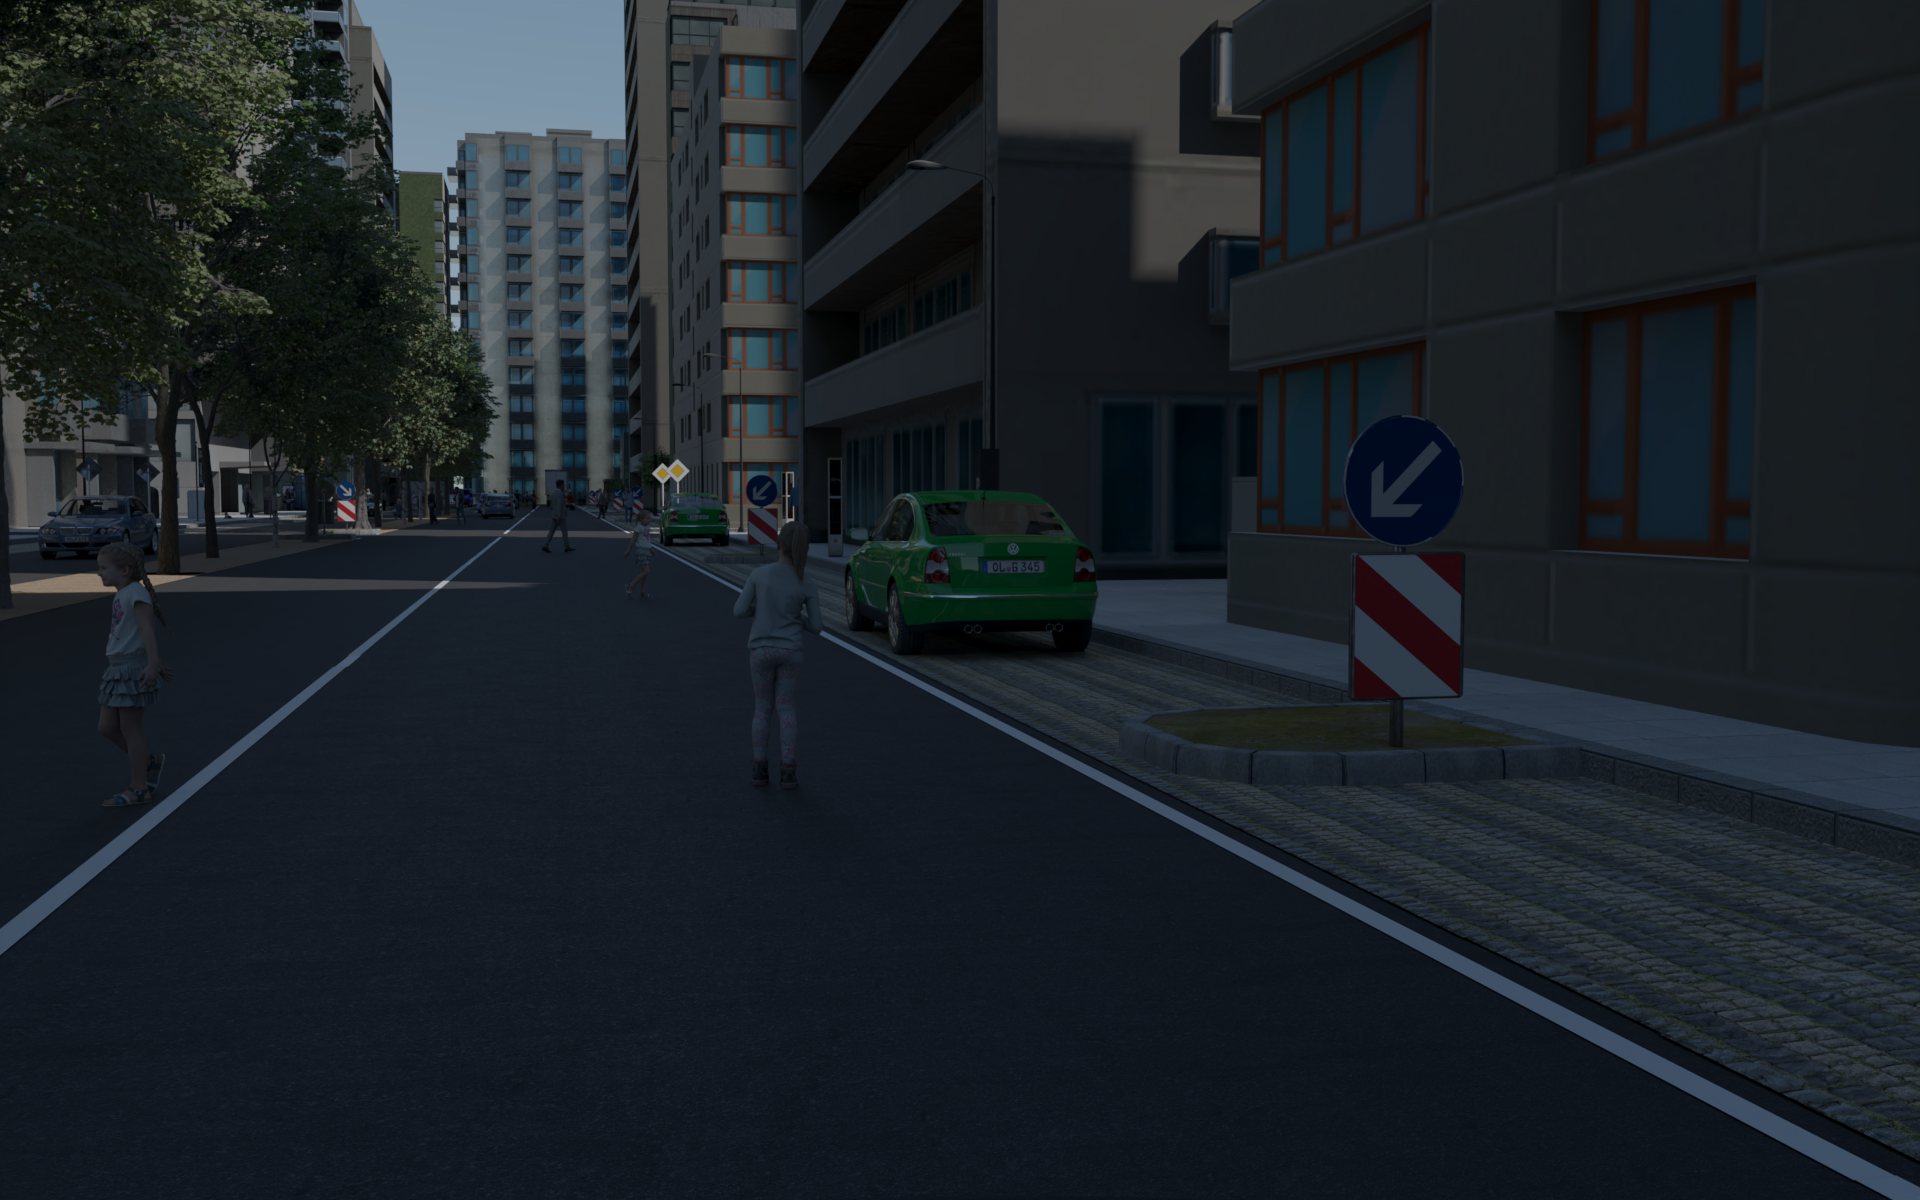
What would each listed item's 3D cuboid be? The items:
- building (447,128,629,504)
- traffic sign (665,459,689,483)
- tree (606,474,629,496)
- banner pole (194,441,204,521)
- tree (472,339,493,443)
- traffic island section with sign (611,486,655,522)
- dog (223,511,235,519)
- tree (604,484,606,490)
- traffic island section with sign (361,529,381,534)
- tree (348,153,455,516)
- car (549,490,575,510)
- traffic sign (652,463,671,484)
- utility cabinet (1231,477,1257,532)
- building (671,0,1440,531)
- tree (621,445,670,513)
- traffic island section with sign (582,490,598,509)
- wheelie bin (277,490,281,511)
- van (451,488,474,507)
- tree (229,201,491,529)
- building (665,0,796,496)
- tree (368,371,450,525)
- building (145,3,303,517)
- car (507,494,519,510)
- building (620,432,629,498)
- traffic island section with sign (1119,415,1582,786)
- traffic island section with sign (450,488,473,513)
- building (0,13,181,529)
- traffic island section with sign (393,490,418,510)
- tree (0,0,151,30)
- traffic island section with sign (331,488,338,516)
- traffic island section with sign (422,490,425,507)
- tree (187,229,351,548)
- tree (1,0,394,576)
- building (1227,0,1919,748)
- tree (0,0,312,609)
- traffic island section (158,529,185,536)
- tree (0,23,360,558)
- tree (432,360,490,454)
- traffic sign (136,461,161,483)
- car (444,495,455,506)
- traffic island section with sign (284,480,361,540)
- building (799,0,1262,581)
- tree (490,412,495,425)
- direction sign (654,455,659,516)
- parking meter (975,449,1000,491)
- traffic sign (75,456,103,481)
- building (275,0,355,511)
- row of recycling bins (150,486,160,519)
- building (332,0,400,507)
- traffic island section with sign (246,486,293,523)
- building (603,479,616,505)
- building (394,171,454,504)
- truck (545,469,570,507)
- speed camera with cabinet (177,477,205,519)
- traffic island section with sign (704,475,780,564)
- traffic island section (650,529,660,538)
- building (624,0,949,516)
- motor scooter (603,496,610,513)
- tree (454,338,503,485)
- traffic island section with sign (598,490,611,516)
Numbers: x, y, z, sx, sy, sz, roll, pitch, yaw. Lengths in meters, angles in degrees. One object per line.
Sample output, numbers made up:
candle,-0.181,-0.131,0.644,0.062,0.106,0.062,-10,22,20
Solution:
building,-51.694,-37.339,230.097,30.456,49.044,23.786,-1,4,-13
traffic sign,-9.304,-3.366,57.226,0.795,2.593,0.064,-1,4,-13
tree,-32.706,-10.497,166.222,1.663,3.219,1.824,0,3,0
banner pole,-36.071,-5.635,82.142,0.401,3.779,0.863,0,4,7
tree,-31.158,-10.581,101.213,9.928,11.665,9.643,0,3,0
traffic island section with sign,-16.781,-4.928,89.202,1.989,1.847,2.006,-1,4,-13
dog,-37.774,-4.392,89.538,0.748,0.427,0.550,-3,4,-38
tree,-36.984,-11.567,183.722,1.663,3.219,1.824,0,3,0
traffic island section with sign,-21.962,-3.307,62.202,2.006,1.907,1.989,-1,4,-13
tree,-19.444,-8.002,51.422,7.486,12.596,7.792,0,3,0
car,-35.567,-8.954,155.064,2.281,1.827,5.304,-1,4,-15
traffic sign,-11.129,-3.842,65.000,0.795,2.593,0.064,-1,4,-13
utility cabinet,4.124,-0.840,22.407,1.173,1.500,0.318,1,4,19
building,2.101,-14.427,80.914,28.899,21.520,27.650,-1,4,-13
tree,-20.046,-8.055,115.416,4.285,4.588,4.351,0,3,0
traffic island section with sign,-40.575,-11.131,190.618,1.989,1.847,2.006,-1,4,-13
wheelie bin,-50.672,-7.353,128.126,0.980,1.594,0.693,1,4,18
van,-53.765,-11.183,187.227,2.240,2.365,5.245,-1,4,-11
tree,-23.013,-8.973,66.174,9.611,12.733,9.660,0,3,0
building,-10.682,-20.360,104.593,14.160,30.474,14.107,-1,4,-13
tree,-26.076,-7.840,81.010,4.360,8.622,3.978,0,3,0
building,-56.512,-31.610,106.067,28.713,52.752,27.495,-1,4,-13
car,-41.967,-9.096,160.728,2.014,1.417,4.499,-1,4,-14
building,-22.863,-52.746,175.070,22.319,86.520,31.000,-1,4,-13
traffic island section with sign,1.952,-0.049,9.422,1.989,1.847,2.006,-1,4,-13
traffic island section with sign,-39.146,-7.781,135.357,2.006,1.907,1.989,-1,4,-13
building,-46.850,-27.580,70.534,23.786,49.044,30.456,-1,4,-13
traffic island section with sign,-51.530,-9.268,160.156,1.989,1.847,2.006,-1,4,-13
tree,-10.600,-4.689,13.540,8.767,10.594,7.601,-1,4,-13
traffic island section with sign,-40.100,-6.289,111.454,1.989,1.847,2.006,-1,4,-13
traffic island section with sign,-57.689,-10.873,186.400,1.989,1.847,2.006,-1,4,-13
tree,-18.070,-5.668,45.496,4.737,8.622,4.395,0,3,0
tree,-13.842,-6.236,30.165,9.928,11.665,9.643,0,3,0
building,19.424,-9.830,5.760,27.650,21.520,28.899,-1,4,-13
tree,-12.188,-6.172,21.495,7.486,12.596,7.792,0,3,0
traffic island section,-28.577,-2.369,61.007,2.009,0.180,2.903,-1,4,-13
tree,-16.708,-6.223,38.614,8.767,10.594,7.601,-1,4,-13
tree,-25.129,-8.428,74.669,8.767,10.594,7.601,-1,4,-13
traffic sign,-28.556,-3.594,60.945,0.795,2.593,0.064,-1,4,-13
car,-52.993,-10.329,181.241,2.083,1.381,4.827,-1,4,-13
traffic island section with sign,-20.278,-2.866,54.988,2.006,1.907,1.989,-1,4,-13
building,8.515,-25.246,36.470,21.300,48.544,21.600,-1,4,-13
tree,-27.685,-9.189,87.116,8.767,10.594,7.601,-1,4,-13
direction sign,-17.502,-6.591,99.757,0.379,3.537,0.876,0,4,-2
parking meter,0.353,-1.025,22.471,0.255,1.863,0.399,-1,4,-13
traffic sign,-26.730,-3.118,53.171,0.795,2.593,0.064,-1,4,-13
building,-62.085,-50.878,144.529,22.319,86.520,31.000,-1,4,-13
row of recycling bins,-42.932,-5.115,90.739,3.534,1.692,1.069,3,5,45
building,-67.899,-33.492,171.291,21.300,48.544,21.600,-1,4,-13
traffic island section with sign,-33.935,-4.684,85.211,1.989,1.847,2.006,-1,4,-13
building,-25.778,-31.338,204.263,32.217,40.220,23.993,-1,4,-13
building,-72.387,-32.872,221.048,14.086,41.232,14.154,-1,4,-13
truck,-47.017,-13.044,202.176,2.839,4.237,11.283,-1,4,-12
speed camera with cabinet,-40.302,-5.866,90.243,2.038,3.252,0.660,-1,4,-20
traffic island section with sign,-4.337,-1.690,36.254,1.989,1.847,2.006,-1,4,-13
traffic island section,-9.282,-2.143,57.314,2.009,0.180,2.903,-1,4,-13
building,-13.762,-30.956,129.826,21.300,48.544,21.600,-1,4,-13
motor scooter,-27.348,-7.368,133.243,0.815,1.314,1.986,-1,4,-15
tree,-33.373,-11.594,110.138,7.486,12.596,7.792,0,3,0
traffic island section with sign,-22.935,-6.533,115.448,1.989,1.847,2.006,-1,4,-13
